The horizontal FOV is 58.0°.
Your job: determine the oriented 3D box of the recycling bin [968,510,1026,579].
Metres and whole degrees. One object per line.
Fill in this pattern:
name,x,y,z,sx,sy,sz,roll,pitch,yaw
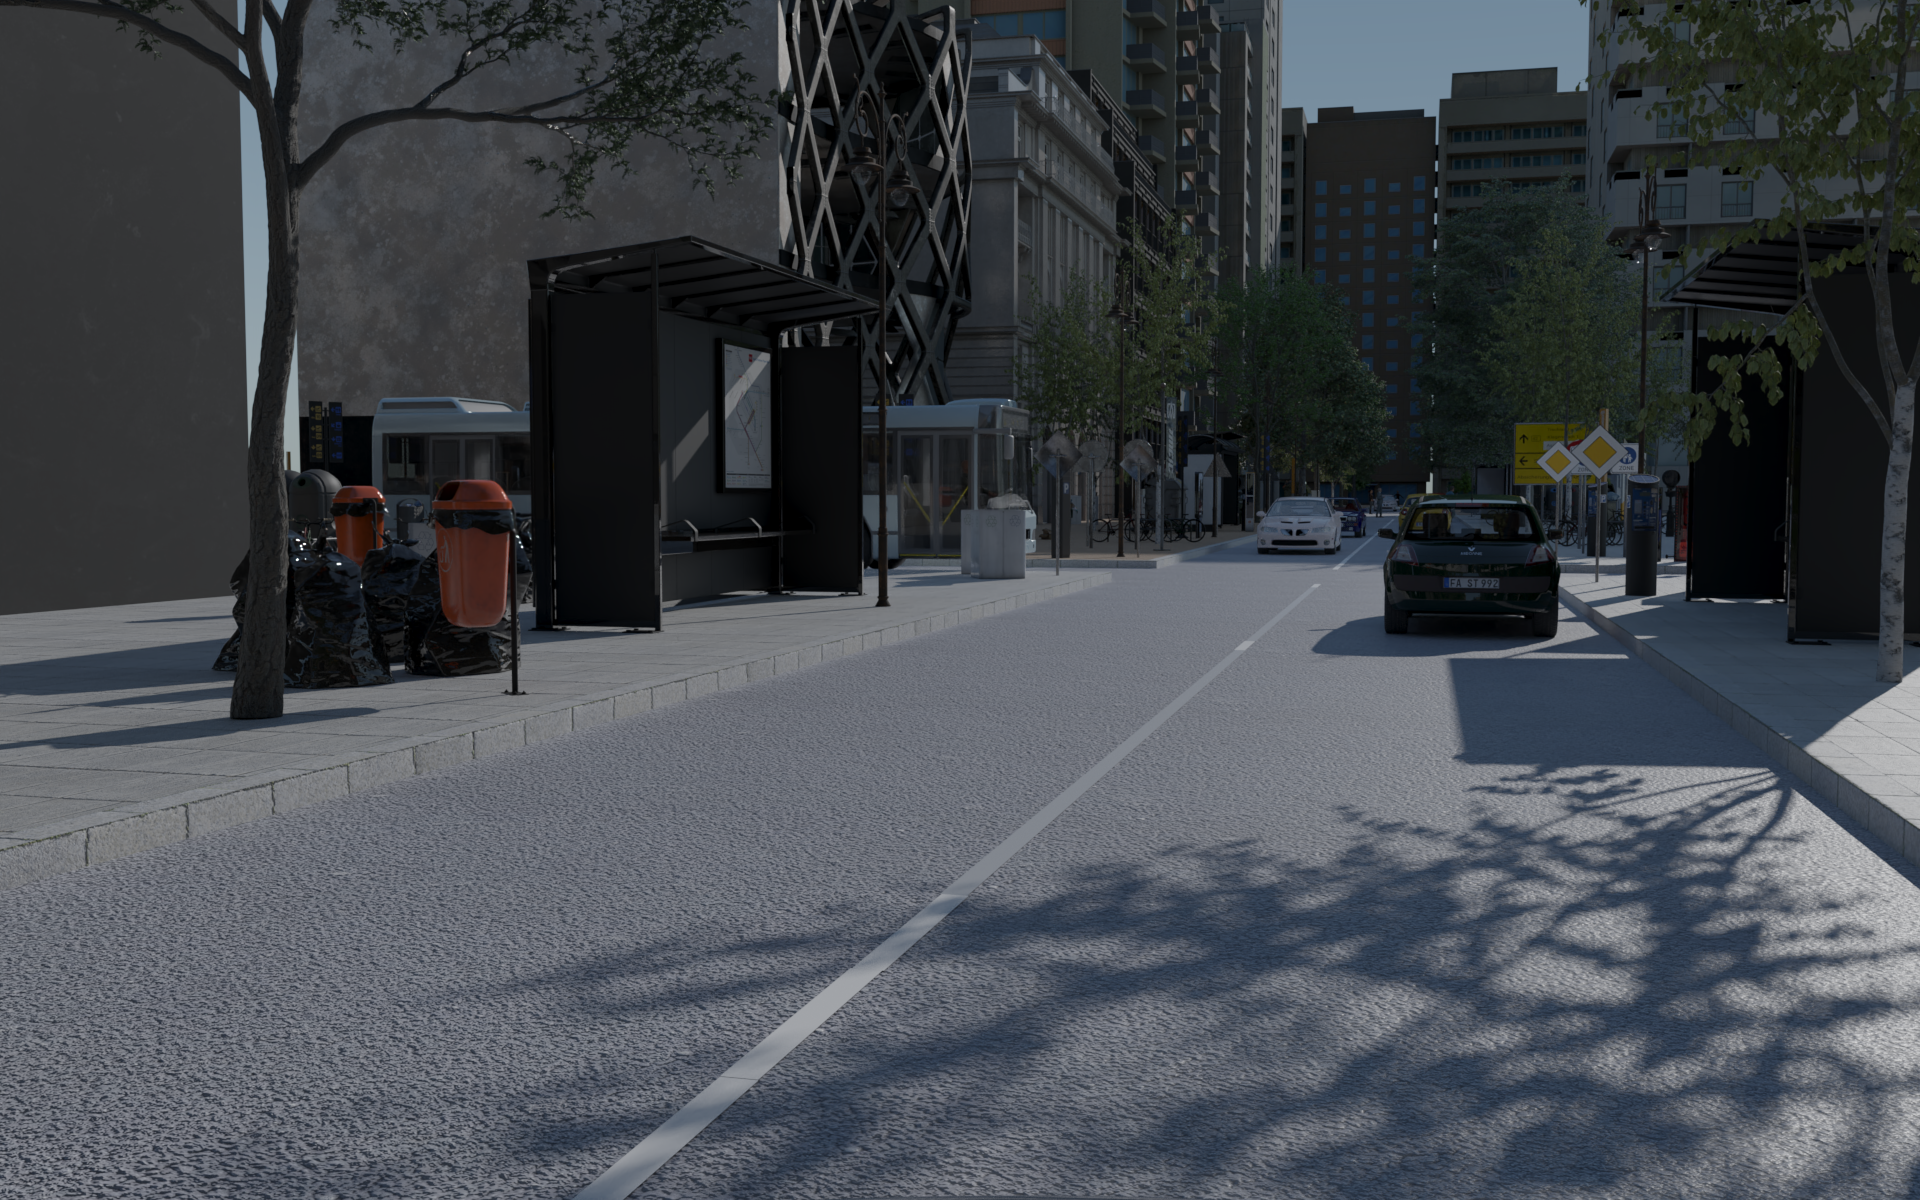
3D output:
recycling bin,0.580,-0.851,26.474,0.722,1.027,0.722,-1,4,-11

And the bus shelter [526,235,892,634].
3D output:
bus shelter,-2.481,-1.694,18.983,1.731,3.624,6.357,1,4,15

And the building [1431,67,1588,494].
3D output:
building,66.022,-35.294,200.751,21.600,48.544,21.300,1,4,15

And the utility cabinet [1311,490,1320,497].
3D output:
utility cabinet,21.859,-6.031,107.285,0.318,1.500,1.173,3,5,41

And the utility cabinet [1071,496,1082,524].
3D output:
utility cabinet,4.739,-3.796,73.227,0.306,1.237,1.020,3,4,38

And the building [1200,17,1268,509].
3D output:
building,18.159,-28.306,146.401,14.154,41.232,14.086,1,4,15

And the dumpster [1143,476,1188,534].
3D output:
dumpster,6.648,-3.080,56.122,1.264,1.857,1.865,1,4,15

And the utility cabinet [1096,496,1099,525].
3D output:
utility cabinet,5.620,-3.722,72.013,0.306,1.237,1.020,0,4,4

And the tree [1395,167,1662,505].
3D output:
tree,22.008,-9.825,67.293,9.857,13.997,8.962,0,3,0

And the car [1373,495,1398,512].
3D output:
car,35.159,-8.002,143.187,2.083,1.381,4.827,1,4,13

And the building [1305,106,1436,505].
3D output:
building,47.968,-33.792,202.617,14.200,45.320,14.600,1,4,15

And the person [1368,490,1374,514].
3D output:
person,29.050,-6.898,122.113,0.721,1.723,1.217,1,4,18

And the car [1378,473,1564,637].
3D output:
car,5.568,-0.558,18.914,2.009,1.686,4.222,1,4,16

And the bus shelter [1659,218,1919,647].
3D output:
bus shelter,8.383,-1.608,17.575,1.731,3.624,6.357,1,4,15

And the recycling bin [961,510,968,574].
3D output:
recycling bin,0.499,-0.934,27.820,0.722,1.027,0.722,3,4,38

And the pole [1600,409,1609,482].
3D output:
pole,15.396,-2.914,41.488,0.158,3.312,0.155,0,3,0

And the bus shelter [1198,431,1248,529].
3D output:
bus shelter,10.041,-4.659,67.461,1.731,3.624,6.357,1,4,15

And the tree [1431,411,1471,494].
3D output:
tree,41.657,-13.250,142.396,9.928,11.665,9.643,0,3,0

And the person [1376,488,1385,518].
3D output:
person,25.575,-5.906,105.240,0.590,1.801,0.661,1,4,21

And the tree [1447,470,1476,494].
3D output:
tree,35.228,-7.722,120.852,1.663,3.219,1.824,0,3,0

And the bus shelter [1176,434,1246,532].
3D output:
bus shelter,8.769,-4.105,61.042,2.014,3.302,5.546,1,4,15

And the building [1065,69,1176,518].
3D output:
building,5.133,-16.499,99.442,12.332,23.373,15.834,1,4,15

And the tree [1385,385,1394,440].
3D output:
tree,28.230,-12.413,128.700,9.928,11.665,9.643,0,3,0

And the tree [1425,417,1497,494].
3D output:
tree,44.431,-13.338,152.495,7.601,10.594,8.767,3,4,37

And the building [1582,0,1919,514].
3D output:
building,59.862,-32.660,123.225,28.713,52.752,27.495,1,4,15

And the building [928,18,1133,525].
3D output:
building,-0.582,-14.575,80.097,13.314,21.916,24.055,1,4,15

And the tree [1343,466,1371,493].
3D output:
tree,41.510,-12.158,182.498,4.285,4.588,4.351,0,3,0

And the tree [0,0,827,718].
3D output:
tree,-3.700,-4.603,9.676,7.601,10.594,8.767,-1,4,-10

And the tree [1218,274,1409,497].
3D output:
tree,17.988,-10.599,90.300,9.611,12.733,9.660,0,3,0

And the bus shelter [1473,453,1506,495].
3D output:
bus shelter,26.878,-5.707,87.241,2.014,3.302,5.546,1,4,15

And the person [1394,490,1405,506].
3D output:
person,40.176,-9.164,158.858,1.217,1.766,0.721,2,4,33

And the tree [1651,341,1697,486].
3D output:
tree,34.497,-7.977,80.788,4.360,8.622,3.978,0,3,0

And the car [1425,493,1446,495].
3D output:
car,24.607,-4.944,89.870,2.155,1.783,4.494,1,4,15

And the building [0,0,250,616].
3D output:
building,-18.295,-11.493,17.594,15.834,23.373,12.332,1,4,15

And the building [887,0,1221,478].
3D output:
building,6.943,-28.839,126.136,22.147,44.769,28.867,1,4,15

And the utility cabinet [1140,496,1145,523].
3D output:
utility cabinet,8.376,-3.979,76.210,1.020,1.237,0.306,-1,4,-21

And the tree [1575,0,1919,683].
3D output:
tree,6.389,-3.759,11.823,4.737,8.622,4.395,0,3,0

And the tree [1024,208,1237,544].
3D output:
tree,4.880,-5.750,44.368,4.737,8.622,4.395,0,3,0

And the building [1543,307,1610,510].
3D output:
building,66.367,-18.748,151.575,27.650,21.520,28.899,1,4,15

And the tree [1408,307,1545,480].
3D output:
tree,31.605,-11.492,104.901,9.611,12.733,9.660,0,3,0

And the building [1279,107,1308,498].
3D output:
building,31.401,-35.870,210.168,21.600,48.544,21.300,1,4,15

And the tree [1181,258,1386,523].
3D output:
tree,13.313,-9.246,76.922,9.928,11.665,9.643,0,3,0

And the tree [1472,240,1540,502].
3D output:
tree,16.282,-5.815,45.437,4.737,8.622,4.395,0,3,0

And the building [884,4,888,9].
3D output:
building,-8.756,-55.508,220.229,31.000,86.520,22.319,1,4,15

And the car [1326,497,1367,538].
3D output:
car,12.690,-2.784,58.092,1.945,1.354,3.894,1,4,16

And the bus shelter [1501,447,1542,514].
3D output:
bus shelter,25.506,-6.125,77.770,2.179,5.291,8.768,1,4,15

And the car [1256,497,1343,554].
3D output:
car,8.412,-1.858,42.740,2.083,1.381,4.827,1,4,15

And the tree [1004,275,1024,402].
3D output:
tree,3.227,-6.401,55.015,4.737,8.622,4.395,0,3,0

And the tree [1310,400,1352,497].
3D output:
tree,25.611,-10.329,119.236,4.360,8.622,3.978,0,3,0

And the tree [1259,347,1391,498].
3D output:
tree,21.911,-11.602,107.813,7.486,12.596,7.792,0,3,0

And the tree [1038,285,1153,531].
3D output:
tree,4.703,-6.733,60.447,4.360,8.622,3.978,0,3,0

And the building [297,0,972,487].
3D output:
building,-8.360,-11.423,54.219,16.820,18.784,16.811,1,4,15

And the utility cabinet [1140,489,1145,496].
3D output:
utility cabinet,8.418,-4.221,77.691,0.318,1.500,1.173,3,5,44

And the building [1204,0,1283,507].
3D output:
building,19.823,-44.547,166.599,20.611,71.187,20.563,1,4,15

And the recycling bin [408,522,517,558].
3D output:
recycling bin,-4.416,-0.176,15.427,0.722,1.027,0.722,1,4,11

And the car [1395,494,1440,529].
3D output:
car,15.767,-2.966,58.721,2.015,1.641,3.980,1,4,15

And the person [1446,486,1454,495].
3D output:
person,21.229,-4.052,75.090,0.444,1.785,0.601,-1,4,-21

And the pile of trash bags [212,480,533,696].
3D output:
pile of trash bags,-3.886,-0.141,12.064,1.912,1.369,3.447,-3,4,-37
